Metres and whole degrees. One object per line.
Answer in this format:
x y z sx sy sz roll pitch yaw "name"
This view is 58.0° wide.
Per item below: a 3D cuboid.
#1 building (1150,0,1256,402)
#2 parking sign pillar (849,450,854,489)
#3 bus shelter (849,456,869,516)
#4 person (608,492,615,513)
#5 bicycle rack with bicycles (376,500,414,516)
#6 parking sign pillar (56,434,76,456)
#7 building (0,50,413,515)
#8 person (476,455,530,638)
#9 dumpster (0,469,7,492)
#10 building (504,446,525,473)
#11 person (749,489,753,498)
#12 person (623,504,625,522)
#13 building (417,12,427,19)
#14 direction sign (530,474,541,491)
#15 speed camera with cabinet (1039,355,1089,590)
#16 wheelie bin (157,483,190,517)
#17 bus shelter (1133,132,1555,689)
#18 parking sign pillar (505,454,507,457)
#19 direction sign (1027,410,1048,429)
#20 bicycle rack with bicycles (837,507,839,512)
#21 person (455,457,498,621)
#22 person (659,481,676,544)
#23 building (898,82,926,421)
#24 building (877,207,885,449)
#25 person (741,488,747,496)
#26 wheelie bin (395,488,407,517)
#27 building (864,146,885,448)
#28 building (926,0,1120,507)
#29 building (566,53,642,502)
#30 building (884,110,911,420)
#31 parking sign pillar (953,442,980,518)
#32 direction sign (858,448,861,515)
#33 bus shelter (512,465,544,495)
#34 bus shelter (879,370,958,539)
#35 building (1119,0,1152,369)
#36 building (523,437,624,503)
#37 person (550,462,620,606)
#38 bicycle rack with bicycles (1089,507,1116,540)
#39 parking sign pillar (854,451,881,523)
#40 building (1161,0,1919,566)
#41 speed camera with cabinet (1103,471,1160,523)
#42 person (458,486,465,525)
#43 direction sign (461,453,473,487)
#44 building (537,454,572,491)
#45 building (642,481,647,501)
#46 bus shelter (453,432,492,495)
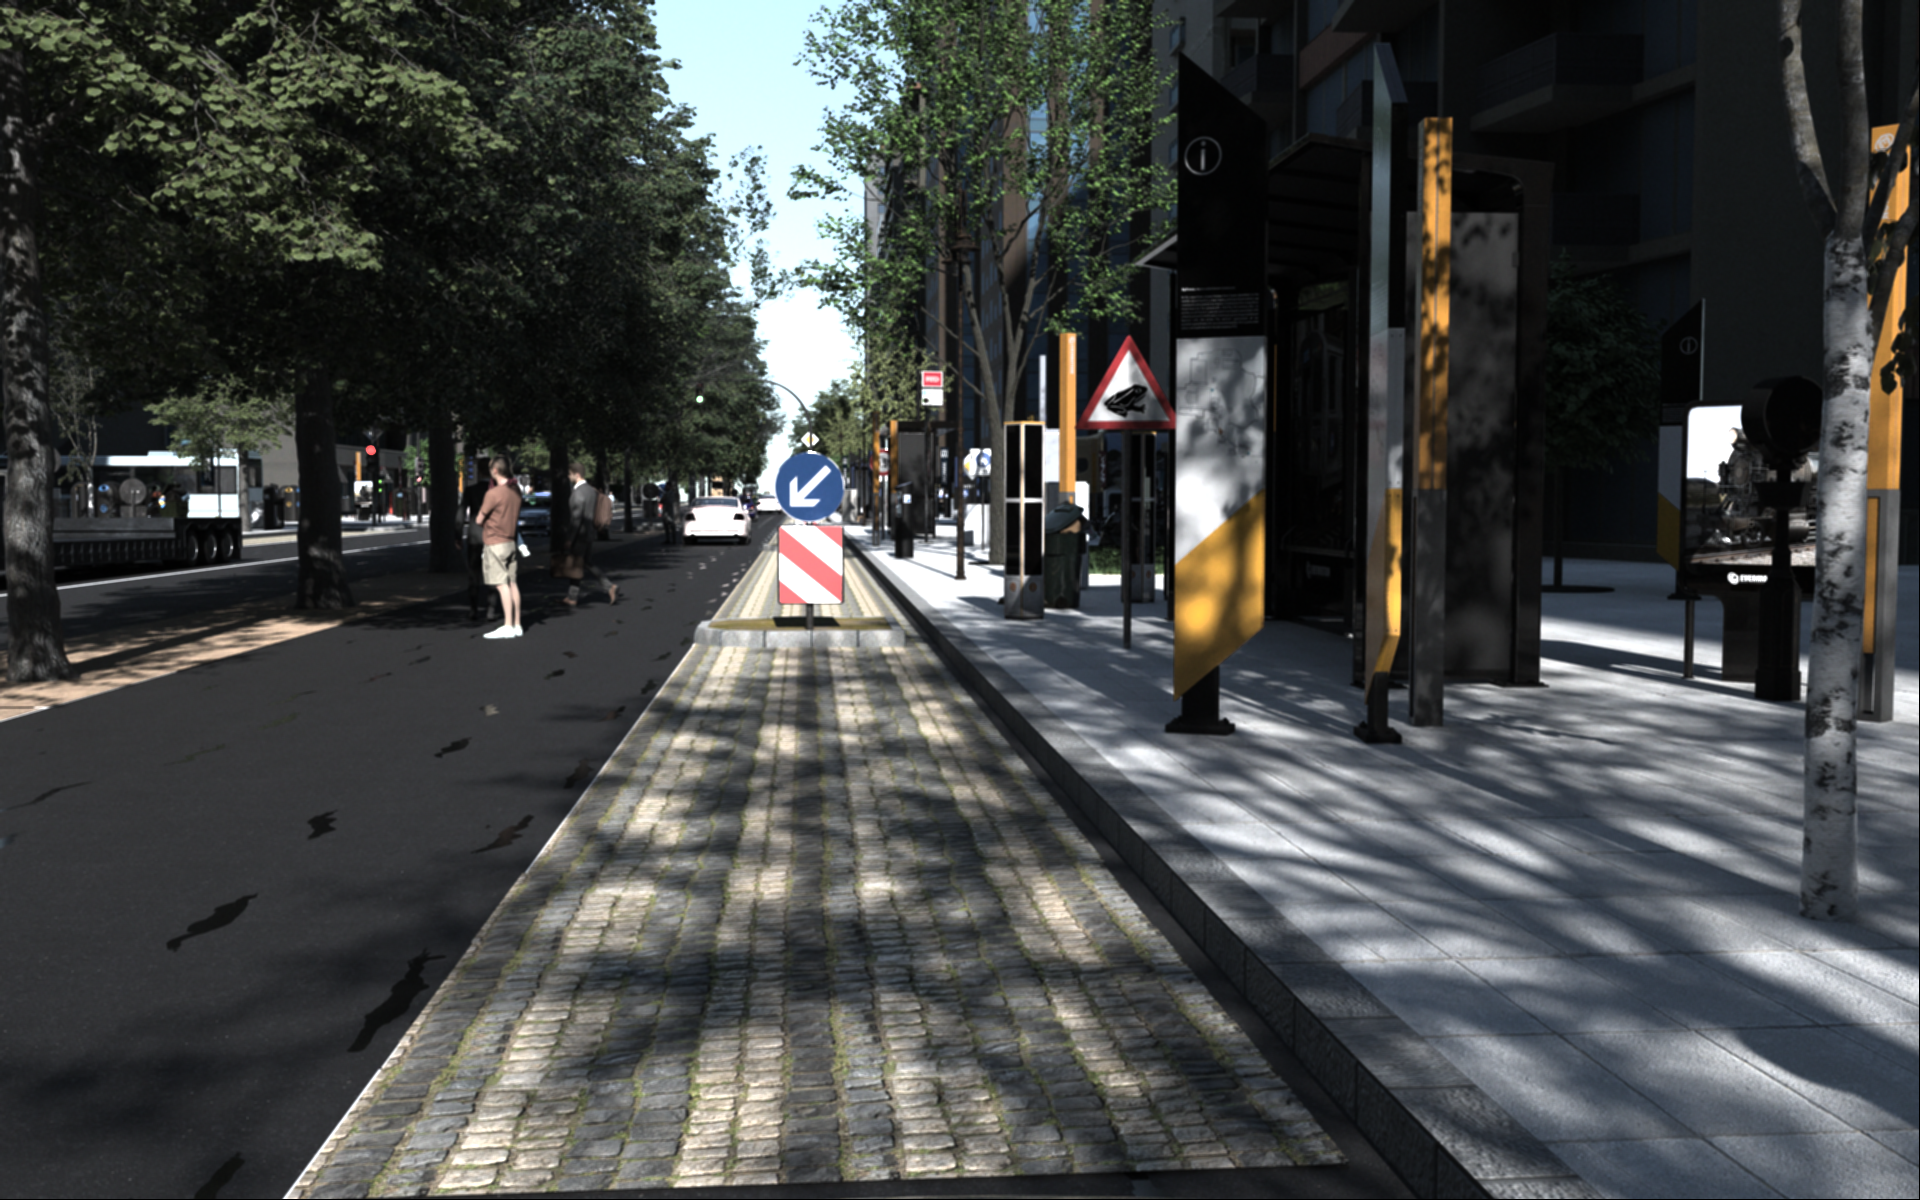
21.854 -28.892 96.080 21.600 48.544 21.300 0 4 -5 "building"
-6.180 -7.253 107.064 1.447 3.967 1.447 -1 4 -18 "parking sign pillar"
-4.853 -6.068 93.127 2.014 3.302 5.546 0 4 -5 "bus shelter"
-27.046 -7.580 134.240 0.589 1.601 0.330 0 4 -5 "person"
-32.733 -5.262 99.415 2.852 0.926 2.925 0 4 4 "bicycle rack with bicycles"
-39.698 -5.388 76.572 1.447 3.967 1.447 1 4 13 "parking sign pillar"
-47.270 -29.509 106.179 21.300 48.544 21.600 0 4 -5 "building"
-4.602 -0.547 17.425 0.573 1.828 0.580 -2 4 -33 "person"
-22.521 -2.156 41.003 1.264 1.857 1.865 0 4 -5 "dumpster"
-47.652 -28.876 155.716 14.154 41.232 14.086 0 4 -5 "building"
-15.228 -7.174 125.801 0.388 1.821 0.555 -1 4 -20 "person"
-17.283 -4.708 89.748 0.394 1.301 0.425 -2 4 -32 "person"
-44.403 -27.583 134.581 14.154 41.232 14.086 0 4 -5 "building"
-33.337 -8.810 136.043 0.876 3.537 0.379 0 4 1 "direction sign"
1.397 -1.820 24.090 0.660 3.252 2.038 0 4 -3 "speed camera with cabinet"
-23.140 -2.639 51.059 0.693 1.594 0.980 1 4 12 "wheelie bin"
2.860 -1.418 14.471 1.731 3.624 6.357 0 4 -5 "bus shelter"
-30.881 -7.924 118.024 1.447 3.967 1.447 -2 4 -24 "parking sign pillar"
2.099 -3.376 47.203 0.379 3.537 0.876 -3 4 -37 "direction sign"
-8.185 -6.848 125.342 2.852 0.926 2.925 -1 4 -17 "bicycle rack with bicycles"
-5.402 -0.692 19.595 0.659 1.850 0.755 -1 4 -21 "person"
-8.379 -2.496 49.489 0.511 1.800 0.466 2 4 27 "person"
4.767 -32.376 183.975 22.147 44.769 28.867 0 4 -5 "building"
-1.352 -39.656 267.984 23.786 49.044 30.456 0 4 -5 "building"
-14.537 -6.599 116.408 0.388 1.821 0.555 2 4 24 "person"
-30.786 -5.359 95.532 0.693 1.594 0.980 -3 4 -38 "wheelie bin"
-5.865 -46.163 296.767 21.231 58.520 28.212 0 4 -5 "building"
4.548 -30.255 144.783 14.600 45.320 14.200 0 4 -5 "building"
-62.202 -51.349 277.810 20.563 71.187 20.611 0 4 -5 "building"
2.068 -35.792 208.906 21.300 48.544 21.600 0 4 -5 "building"
0.355 -6.210 90.000 1.447 3.967 1.447 2 4 24 "parking sign pillar"
-4.925 -5.707 85.304 0.379 3.537 0.876 0 4 4 "direction sign"
-31.198 -7.962 124.109 2.014 3.302 5.546 0 4 -5 "bus shelter"
-1.396 -4.656 53.756 2.179 5.291 8.768 0 4 -5 "bus shelter"
8.960 -28.505 116.171 14.600 45.320 14.200 0 4 -5 "building"
-60.681 -36.648 253.822 22.147 44.769 28.867 0 4 -5 "building"
-4.779 -0.832 22.066 0.822 1.834 0.622 0 4 -3 "person"
4.011 -2.186 49.120 2.925 0.926 2.852 -1 4 -14 "bicycle rack with bicycles"
-3.779 -5.418 77.053 1.447 3.967 1.447 -1 4 -10 "parking sign pillar"
18.718 -23.800 43.757 22.147 44.769 28.867 0 4 -5 "building"
6.407 -4.302 64.672 2.038 3.252 0.660 0 4 -3 "speed camera with cabinet"
-22.962 -4.314 79.137 0.767 1.812 0.694 3 5 42 "person"
-27.041 -6.293 94.883 0.379 3.537 0.876 3 4 38 "direction sign"
-52.469 -31.493 198.512 14.154 41.232 14.086 0 4 -5 "building"
-61.154 -37.497 296.677 14.154 41.232 14.086 0 4 -5 "building"
-28.491 -7.514 100.482 2.179 5.291 8.768 0 4 -5 "bus shelter"
